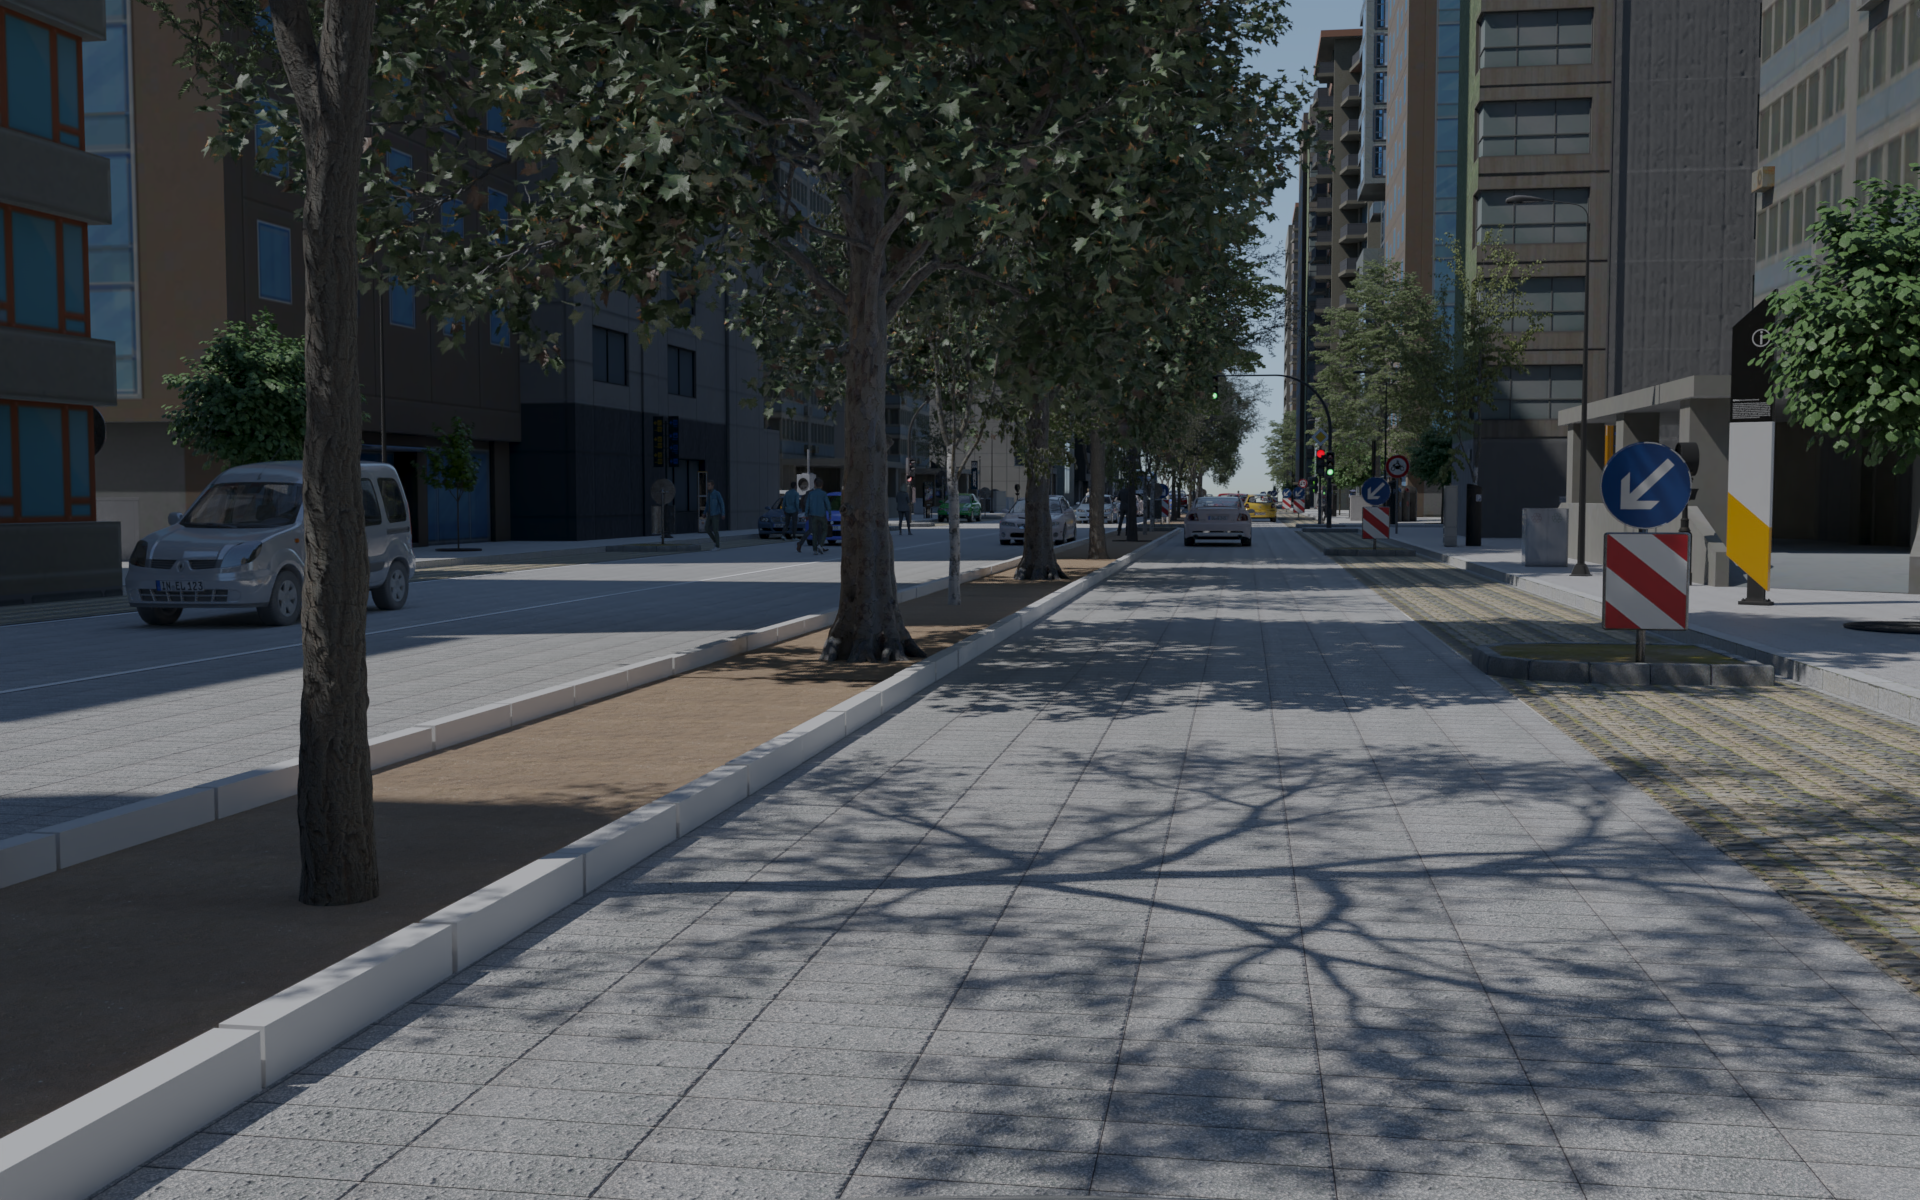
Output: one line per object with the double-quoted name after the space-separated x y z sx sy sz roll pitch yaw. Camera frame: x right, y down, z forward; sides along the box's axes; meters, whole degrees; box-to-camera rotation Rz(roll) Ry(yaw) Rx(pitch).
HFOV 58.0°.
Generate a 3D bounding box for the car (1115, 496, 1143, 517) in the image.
10.594 -5.947 109.594 2.083 1.381 4.827 1 4 11 "car"

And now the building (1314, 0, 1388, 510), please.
38.739 -49.876 128.144 22.319 86.520 31.000 1 4 9 "building"

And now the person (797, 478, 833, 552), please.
-3.575 -2.082 42.499 0.822 1.834 0.622 2 4 27 "person"

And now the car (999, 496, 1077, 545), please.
2.303 -2.315 50.207 2.083 1.381 4.827 1 4 10 "car"

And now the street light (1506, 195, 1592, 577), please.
9.188 -3.333 27.037 1.470 5.913 1.316 1 4 9 "street light"

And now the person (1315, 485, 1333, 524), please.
16.079 -4.153 76.528 0.709 1.813 0.853 -1 4 -17 "person"

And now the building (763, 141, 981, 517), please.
-15.286 -26.330 122.372 32.217 40.220 23.993 1 4 9 "building"

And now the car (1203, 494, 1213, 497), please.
43.470 -17.890 302.286 2.009 1.686 4.222 1 4 10 "car"

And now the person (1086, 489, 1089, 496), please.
8.453 -6.395 113.291 0.478 1.798 0.641 1 4 23 "person"

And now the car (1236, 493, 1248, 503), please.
19.389 -6.802 120.252 2.155 1.783 4.494 1 4 9 "car"

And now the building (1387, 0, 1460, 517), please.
32.151 -27.487 99.528 14.600 45.320 14.200 1 4 9 "building"

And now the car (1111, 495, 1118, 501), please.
17.313 -11.095 193.982 1.945 1.354 3.894 1 4 9 "car"

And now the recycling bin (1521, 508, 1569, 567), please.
10.421 -1.119 30.857 0.722 1.027 0.722 1 4 12 "recycling bin"

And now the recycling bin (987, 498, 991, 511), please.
2.205 -6.822 124.094 0.722 1.027 0.722 2 4 30 "recycling bin"

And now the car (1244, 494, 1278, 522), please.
15.424 -4.843 89.411 2.015 1.641 3.980 0 4 8 "car"

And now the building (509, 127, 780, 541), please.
-18.786 -37.814 56.513 20.611 71.187 20.563 1 4 9 "building"

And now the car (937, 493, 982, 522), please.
-0.008 -4.904 88.984 1.959 1.807 4.718 1 4 9 "car"

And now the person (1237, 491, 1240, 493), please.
31.288 -11.402 194.864 0.705 1.831 1.348 0 4 4 "person"

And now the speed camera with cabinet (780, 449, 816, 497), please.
-7.408 -5.057 77.018 2.038 3.252 0.660 2 4 28 "speed camera with cabinet"

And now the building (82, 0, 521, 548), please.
-19.806 -23.872 40.425 14.600 45.320 14.200 1 4 9 "building"

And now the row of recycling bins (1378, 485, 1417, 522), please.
20.260 -4.479 80.351 1.069 1.692 3.534 2 4 34 "row of recycling bins"

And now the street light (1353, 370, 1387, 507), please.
15.440 -5.661 65.103 1.470 5.913 1.316 1 4 9 "street light"

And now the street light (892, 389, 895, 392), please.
-3.564 -6.372 76.724 1.470 5.913 1.316 1 4 9 "street light"

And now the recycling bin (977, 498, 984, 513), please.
1.146 -6.476 118.434 0.722 1.027 0.722 -3 5 -44 "recycling bin"

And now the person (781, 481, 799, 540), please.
-5.216 -2.730 53.161 0.660 1.820 0.620 2 4 28 "person"

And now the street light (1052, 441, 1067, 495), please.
8.659 -10.969 151.876 1.470 5.913 1.316 1 4 9 "street light"

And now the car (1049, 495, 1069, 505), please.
5.386 -5.504 102.347 2.083 1.381 4.827 1 4 10 "car"

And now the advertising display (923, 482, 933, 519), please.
-1.690 -5.259 91.205 0.123 1.923 0.974 2 4 27 "advertising display"

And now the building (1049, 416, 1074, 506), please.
1.848 -53.488 187.201 22.319 86.520 31.000 1 4 9 "building"

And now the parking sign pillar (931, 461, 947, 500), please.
-1.479 -9.487 143.583 1.447 3.967 1.447 2 4 31 "parking sign pillar"

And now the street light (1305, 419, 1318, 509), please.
22.352 -8.274 107.816 1.470 5.913 1.316 1 4 9 "street light"

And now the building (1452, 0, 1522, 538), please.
22.983 -22.715 54.986 14.154 41.232 14.086 1 4 9 "building"

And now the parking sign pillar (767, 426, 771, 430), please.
-7.841 -4.892 68.451 1.447 3.967 1.447 1 4 12 "parking sign pillar"

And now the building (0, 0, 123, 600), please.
-27.707 -10.187 11.605 27.650 21.520 28.899 1 4 9 "building"

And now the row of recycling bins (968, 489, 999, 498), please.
1.623 -7.909 136.424 3.534 1.692 1.069 -3 4 -36 "row of recycling bins"

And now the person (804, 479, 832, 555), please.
-3.350 -1.961 40.902 0.601 1.785 0.444 1 4 13 "person"

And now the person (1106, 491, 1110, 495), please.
16.079 -10.945 188.129 1.217 1.739 0.721 0 4 -5 "person"

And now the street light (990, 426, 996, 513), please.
2.660 -8.713 115.004 1.470 5.913 1.316 1 4 9 "street light"

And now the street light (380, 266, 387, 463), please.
-10.626 -3.724 33.428 1.470 5.913 1.316 1 4 9 "street light"

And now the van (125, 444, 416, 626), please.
-7.929 -0.805 20.169 2.013 2.044 4.112 0 4 8 "van"

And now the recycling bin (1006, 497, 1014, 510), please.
3.930 -7.858 141.026 0.722 1.027 0.722 3 5 44 "recycling bin"

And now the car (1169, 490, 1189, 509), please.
20.489 -9.467 163.452 2.281 1.827 5.304 1 4 9 "car"

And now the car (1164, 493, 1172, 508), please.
18.041 -8.742 152.524 1.945 1.707 3.694 1 4 9 "car"

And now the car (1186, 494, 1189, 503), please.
24.267 -11.052 189.499 1.959 1.807 4.718 1 4 9 "car"

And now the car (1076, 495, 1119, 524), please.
6.723 -4.430 84.436 2.014 1.417 4.499 1 4 10 "car"

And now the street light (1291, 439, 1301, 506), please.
28.772 -10.659 146.819 1.470 5.913 1.316 1 4 9 "street light"

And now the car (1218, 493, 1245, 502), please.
16.658 -6.020 107.460 2.155 1.783 4.494 0 4 8 "car"

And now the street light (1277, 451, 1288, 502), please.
34.898 -12.978 184.732 1.470 5.913 1.316 1 4 9 "street light"

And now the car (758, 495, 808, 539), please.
-5.255 -2.720 56.472 2.014 1.417 4.499 1 4 9 "car"

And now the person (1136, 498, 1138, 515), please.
10.533 -5.580 104.754 0.505 1.210 0.382 3 5 44 "person"

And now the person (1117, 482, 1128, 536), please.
5.661 -3.113 59.207 0.655 1.846 0.447 2 4 30 "person"

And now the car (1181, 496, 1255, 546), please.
7.292 -2.238 48.958 2.083 1.381 4.827 1 4 9 "car"

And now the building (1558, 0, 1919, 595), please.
27.447 -20.493 26.943 32.217 40.220 23.993 1 4 9 "building"

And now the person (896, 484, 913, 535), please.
-1.971 -3.172 60.542 0.537 1.800 0.526 2 4 32 "person"

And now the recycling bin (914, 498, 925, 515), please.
-2.488 -5.883 108.737 0.722 1.027 0.722 1 4 9 "recycling bin"

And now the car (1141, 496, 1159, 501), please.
14.411 -7.378 130.423 2.009 1.686 4.222 1 4 11 "car"

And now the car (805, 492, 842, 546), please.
-3.240 -2.424 49.230 1.945 1.707 3.694 1 4 9 "car"

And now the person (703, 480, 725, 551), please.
-6.181 -2.125 43.591 0.444 1.785 0.601 -3 5 -41 "person"
